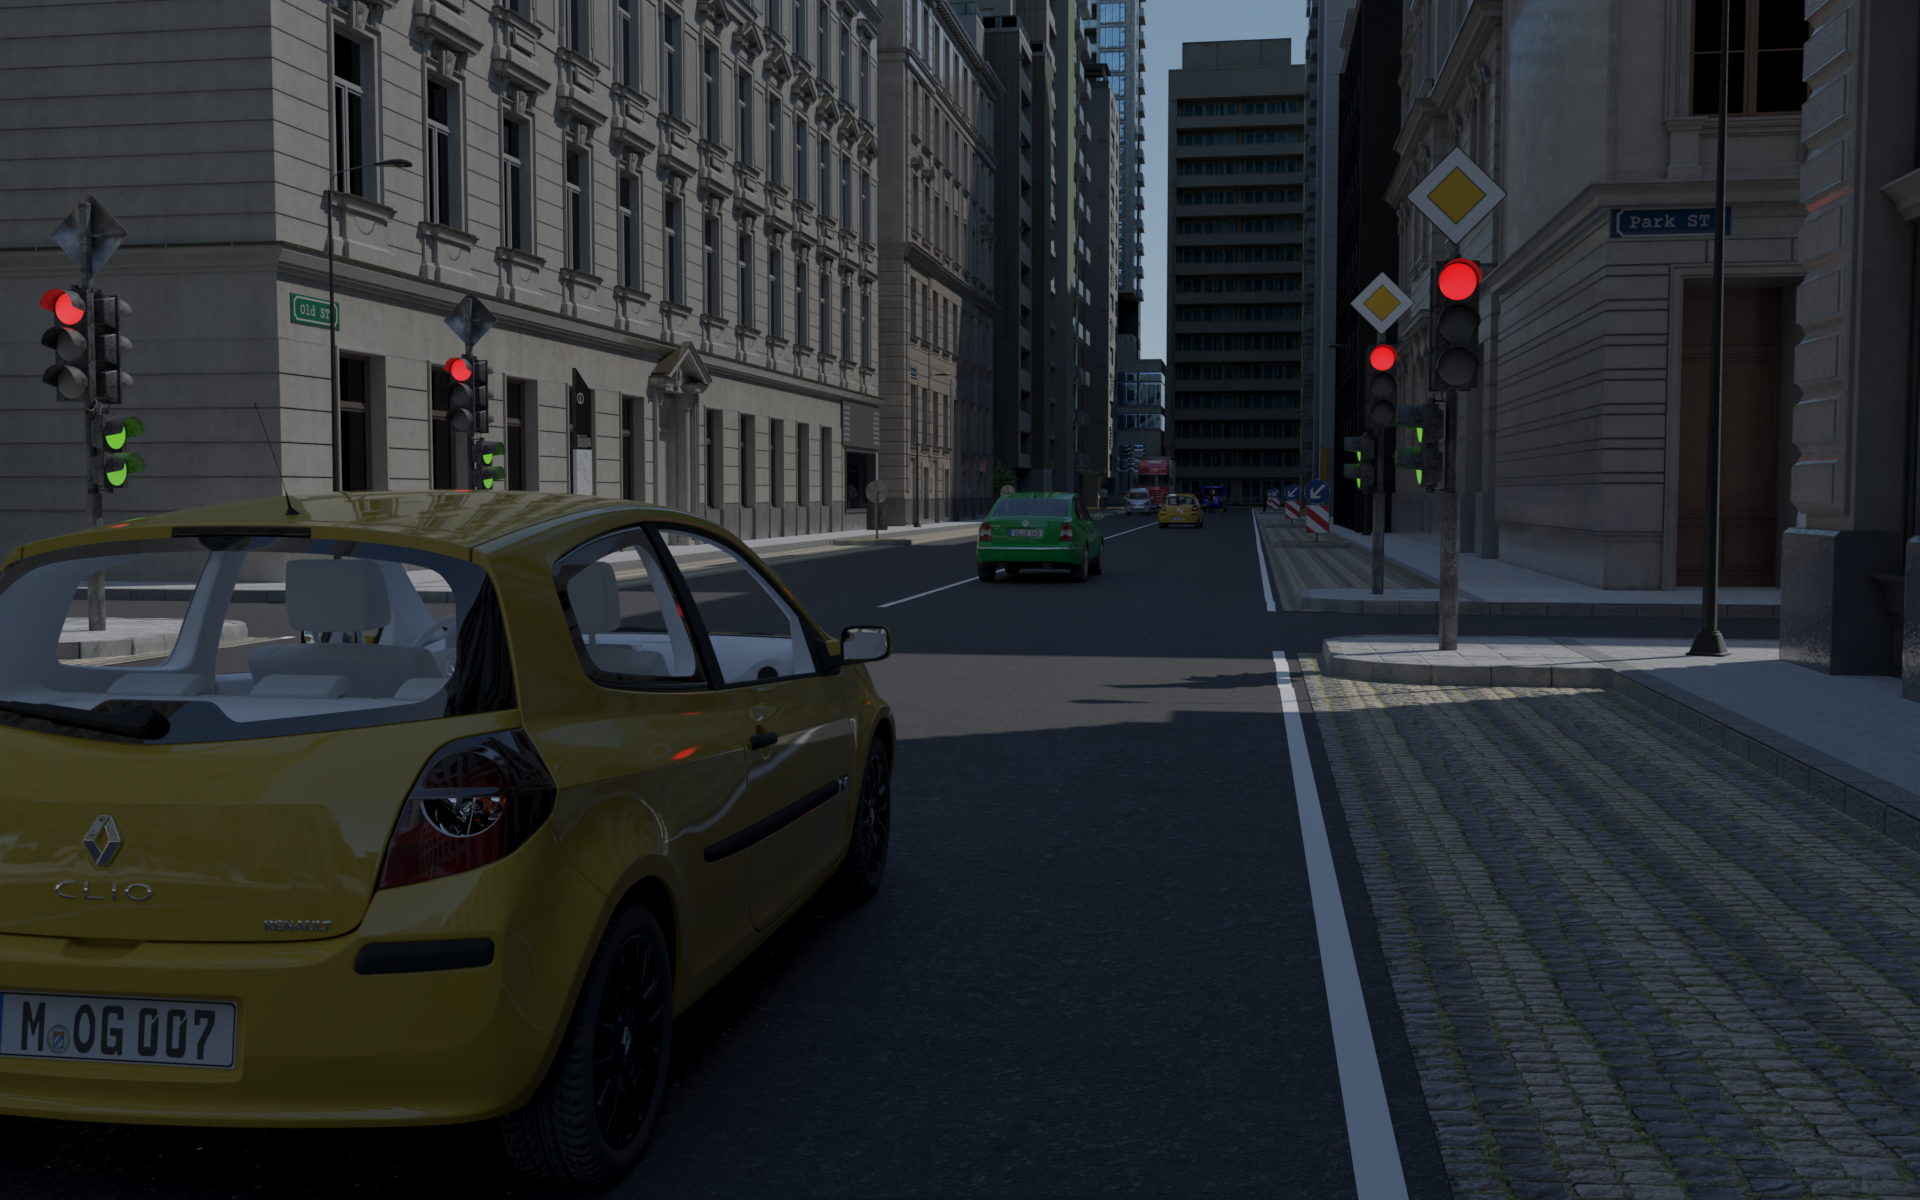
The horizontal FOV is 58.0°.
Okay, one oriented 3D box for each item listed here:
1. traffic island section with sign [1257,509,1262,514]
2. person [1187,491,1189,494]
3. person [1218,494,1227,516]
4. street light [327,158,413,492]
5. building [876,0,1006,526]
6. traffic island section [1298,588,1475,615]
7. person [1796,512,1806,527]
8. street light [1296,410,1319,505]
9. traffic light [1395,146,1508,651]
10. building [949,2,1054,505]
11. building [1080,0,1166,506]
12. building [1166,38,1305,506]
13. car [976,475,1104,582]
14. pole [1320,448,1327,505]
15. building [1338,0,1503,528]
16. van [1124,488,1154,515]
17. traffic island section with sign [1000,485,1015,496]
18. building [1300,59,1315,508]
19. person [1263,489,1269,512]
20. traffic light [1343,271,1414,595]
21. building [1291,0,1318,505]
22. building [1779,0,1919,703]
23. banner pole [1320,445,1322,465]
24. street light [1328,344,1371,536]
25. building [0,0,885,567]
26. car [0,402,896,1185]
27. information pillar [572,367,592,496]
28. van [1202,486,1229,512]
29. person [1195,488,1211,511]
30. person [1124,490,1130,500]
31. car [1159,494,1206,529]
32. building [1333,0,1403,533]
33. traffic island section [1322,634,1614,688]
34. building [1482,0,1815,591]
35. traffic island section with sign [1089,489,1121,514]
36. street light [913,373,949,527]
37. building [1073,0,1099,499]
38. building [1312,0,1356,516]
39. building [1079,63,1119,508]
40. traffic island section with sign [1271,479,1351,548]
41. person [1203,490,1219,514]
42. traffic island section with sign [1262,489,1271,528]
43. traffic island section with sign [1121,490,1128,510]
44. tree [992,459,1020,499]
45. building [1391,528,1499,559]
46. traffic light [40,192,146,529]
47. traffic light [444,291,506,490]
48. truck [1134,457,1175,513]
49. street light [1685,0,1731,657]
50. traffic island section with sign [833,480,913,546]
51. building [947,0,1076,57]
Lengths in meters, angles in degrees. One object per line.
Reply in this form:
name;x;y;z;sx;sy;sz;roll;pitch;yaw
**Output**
traffic island section with sign;22.172;-6.965;122.503;1.989;1.847;2.006;1;4;9
person;23.088;-10.223;176.184;0.617;1.759;0.750;-2;4;-31
person;17.230;-6.223;113.486;0.421;1.427;0.697;-2;4;-26
street light;-8.246;-3.158;24.170;1.470;5.913;1.316;1;4;9
building;-5.729;-17.337;80.717;12.463;27.353;25.104;1;4;9
traffic island section;5.359;0.009;22.141;2.009;0.180;2.903;1;4;9
person;9.597;-0.508;19.408;0.503;1.515;0.523;2;4;28
street light;19.273;-7.545;95.896;1.470;5.913;1.316;1;4;9
traffic light;4.003;-1.544;14.158;0.839;4.253;0.868;1;4;9
building;-2.036;-20.476;106.491;14.160;30.474;14.107;1;4;9
building;7.432;-53.793;192.179;31.000;86.520;22.319;1;4;9
building;33.595;-34.553;188.649;21.600;48.544;21.300;1;4;9
car;1.434;-1.277;29.674;1.959;1.807;4.718;1;4;10
pole;16.064;-5.073;76.794;0.158;3.312;0.155;0;3;0
building;25.407;-18.028;82.154;14.401;28.519;23.554;1;4;9
van;12.141;-6.760;117.531;2.013;2.044;4.112;0;4;8
traffic island section with sign;2.071;-4.076;75.274;1.989;1.847;2.006;1;4;9
building;39.171;-29.275;162.239;14.154;41.232;14.086;1;4;9
person;22.591;-7.318;128.166;0.705;1.821;1.348;0;4;-5
traffic light;5.321;-2.025;22.034;0.839;4.253;0.868;1;4;9
building;39.110;-31.770;139.047;23.786;49.044;30.456;1;4;9
building;9.550;-10.640;2.842;11.050;23.489;19.941;1;4;9
banner pole;18.386;-5.989;87.936;0.401;3.779;0.863;2;4;28
street light;12.091;-4.964;53.709;1.470;5.913;1.316;1;4;9
building;-13.992;-16.518;46.480;17.030;29.872;44.131;1;4;9
car;-1.297;0.312;5.117;2.015;1.641;3.980;1;4;9
information pillar;-7.054;-2.506;32.333;0.183;3.616;0.504;2;4;23
van;20.320;-8.195;138.373;2.240;2.365;5.245;1;4;10
person;14.498;-5.885;104.683;1.348;1.831;0.705;1;4;21
person;13.398;-7.893;138.255;0.721;1.736;1.217;3;4;37
car;9.370;-3.854;73.238;2.015;1.641;3.980;1;4;11
building;20.394;-14.273;63.047;12.332;23.373;15.834;1;4;9
traffic island section;4.041;0.490;14.265;2.009;0.180;2.903;1;4;9
building;18.999;-11.592;25.679;21.152;22.565;11.583;1;4;9
traffic island section with sign;10.338;-7.095;124.627;1.989;1.847;2.006;1;4;9
street light;-1.108;-5.748;66.517;1.470;5.913;1.316;1;4;9
building;-1.085;-31.989;142.636;23.786;49.044;30.456;1;4;9
building;33.413;-34.737;109.954;21.231;58.520;28.212;1;4;9
building;8.135;-29.632;168.083;14.086;41.232;14.154;1;4;9
traffic island section with sign;9.433;-2.310;46.402;1.989;1.847;2.006;1;4;9
person;17.802;-6.944;122.559;1.217;1.766;0.721;0;4;-2
traffic island section with sign;13.911;-3.947;73.162;1.989;1.847;2.006;1;4;9
traffic island section with sign;14.902;-8.758;151.827;1.989;1.847;2.006;1;4;9
tree;2.220;-6.255;96.870;1.663;3.219;1.824;0;3;0
building;18.280;-15.653;43.312;14.401;28.519;23.554;1;4;9
traffic light;-8.094;-1.666;16.159;0.839;4.253;0.868;1;4;9
traffic light;-6.775;-2.148;24.035;0.839;4.253;0.868;1;4;9
truck;15.001;-8.770;132.307;2.839;4.237;11.283;1;4;9
street light;5.434;-2.519;13.722;1.470;5.913;1.316;1;4;9
traffic island section with sign;-2.385;-2.445;48.606;1.989;1.847;2.006;1;4;9
building;0.297;-26.694;120.039;14.154;41.232;14.086;1;4;9
